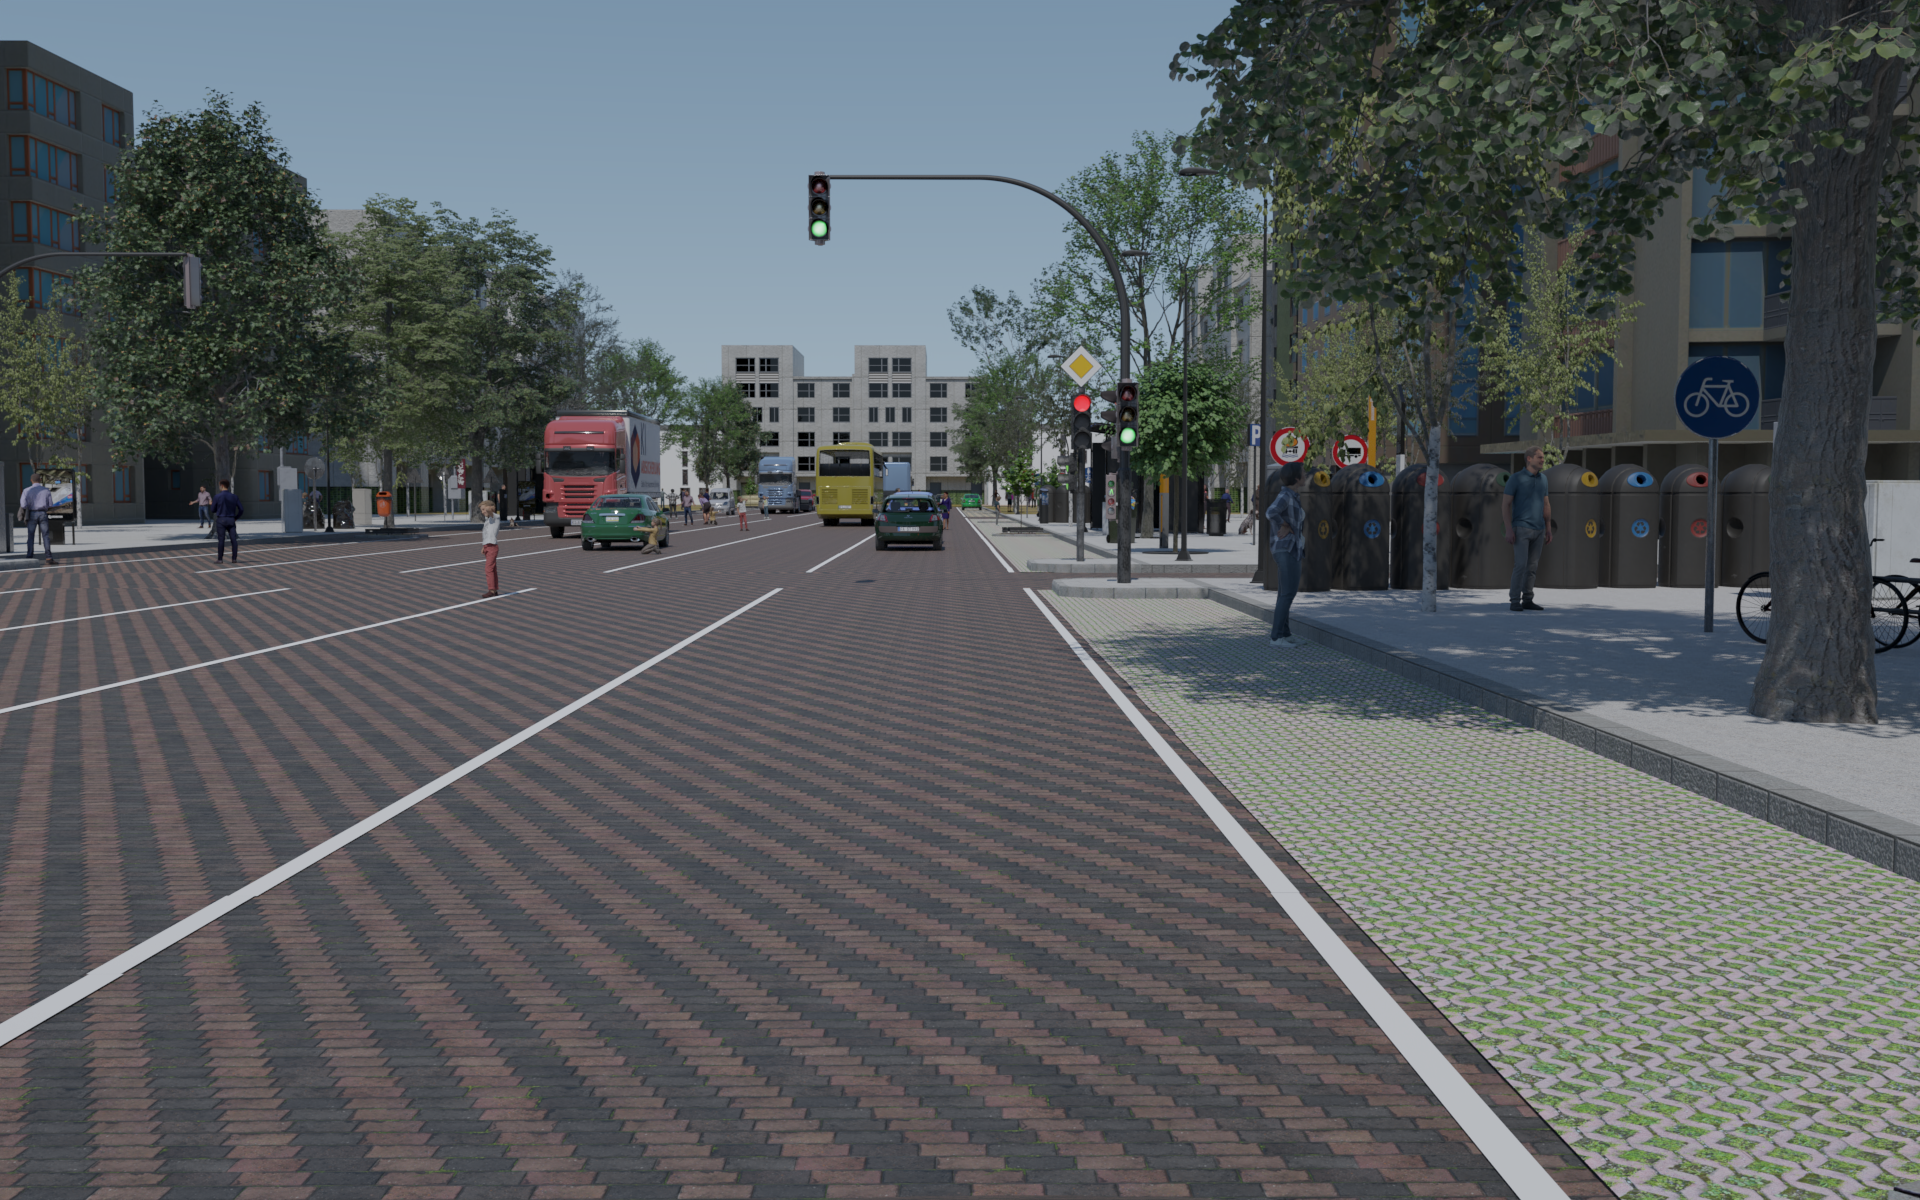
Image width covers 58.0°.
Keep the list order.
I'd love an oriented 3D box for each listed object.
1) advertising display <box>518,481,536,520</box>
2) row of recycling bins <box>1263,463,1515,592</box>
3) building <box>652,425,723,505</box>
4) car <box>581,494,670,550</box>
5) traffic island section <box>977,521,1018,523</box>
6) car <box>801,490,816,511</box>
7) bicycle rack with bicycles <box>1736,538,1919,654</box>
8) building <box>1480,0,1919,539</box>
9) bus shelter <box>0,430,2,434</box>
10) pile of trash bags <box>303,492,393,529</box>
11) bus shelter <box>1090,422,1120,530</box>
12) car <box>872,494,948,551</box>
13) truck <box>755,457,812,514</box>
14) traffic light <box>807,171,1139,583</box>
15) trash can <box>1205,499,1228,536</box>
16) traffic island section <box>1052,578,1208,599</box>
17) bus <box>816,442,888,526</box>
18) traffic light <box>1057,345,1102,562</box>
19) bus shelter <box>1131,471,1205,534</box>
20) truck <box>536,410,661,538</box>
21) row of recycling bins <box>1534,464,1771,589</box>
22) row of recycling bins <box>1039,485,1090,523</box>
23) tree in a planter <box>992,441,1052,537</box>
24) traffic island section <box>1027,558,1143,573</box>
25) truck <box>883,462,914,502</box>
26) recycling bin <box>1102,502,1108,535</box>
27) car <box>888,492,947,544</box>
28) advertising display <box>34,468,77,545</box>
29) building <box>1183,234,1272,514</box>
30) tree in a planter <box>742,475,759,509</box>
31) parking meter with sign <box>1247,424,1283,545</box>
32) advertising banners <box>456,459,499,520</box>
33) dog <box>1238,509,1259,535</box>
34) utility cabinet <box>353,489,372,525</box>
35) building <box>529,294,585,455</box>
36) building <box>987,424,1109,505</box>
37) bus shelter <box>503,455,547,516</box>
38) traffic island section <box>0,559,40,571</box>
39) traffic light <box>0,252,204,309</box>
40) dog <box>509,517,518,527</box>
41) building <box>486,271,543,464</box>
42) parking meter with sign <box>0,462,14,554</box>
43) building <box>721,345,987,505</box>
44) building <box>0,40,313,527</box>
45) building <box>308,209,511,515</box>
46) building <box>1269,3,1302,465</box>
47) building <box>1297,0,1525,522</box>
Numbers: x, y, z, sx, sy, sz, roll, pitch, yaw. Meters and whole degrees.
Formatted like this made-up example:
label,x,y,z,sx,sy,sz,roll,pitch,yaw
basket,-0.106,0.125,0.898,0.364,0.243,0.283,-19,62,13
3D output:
label,x,y,z,sx,sy,sz,roll,pitch,yaw
advertising display,-21.239,-4.869,84.821,0.974,1.923,0.123,-3,5,-43
row of recycling bins,5.776,-0.991,23.323,3.534,1.692,1.069,-1,4,-13
building,-42.326,-16.425,210.699,28.070,9.664,9.099,0,4,0
car,-8.792,-2.071,45.655,2.131,1.459,4.920,0,4,-2
traffic island section,1.856,-3.851,85.825,1.991,0.108,1.994,0,4,0
car,-13.443,-8.524,148.040,2.281,1.827,5.304,0,4,-2
bicycle rack with bicycles,8.281,-0.042,14.065,2.852,0.926,2.925,-1,4,-20
building,32.718,-24.554,56.081,28.867,44.769,22.147,0,4,0
bus shelter,-25.035,-2.866,40.782,2.014,3.302,5.546,0,4,0
pile of trash bags,-22.733,-3.327,64.154,3.447,1.369,1.912,0,4,-2
bus shelter,5.227,-4.176,59.560,1.731,3.624,6.357,0,4,0
car,-1.309,-2.164,45.175,2.009,1.686,4.222,0,4,-1
truck,-13.088,-8.626,130.797,2.967,4.110,18.799,0,4,0
traffic light,0.245,-3.060,24.698,4.771,5.953,1.251,0,4,0
trash can,7.809,-2.514,52.750,0.748,1.137,0.748,0,3,0
traffic island section,2.376,-0.165,24.971,2.009,0.180,2.903,0,4,0
bus,-5.038,-5.493,81.353,2.896,3.916,12.252,0,4,0
traffic light,2.269,-2.686,32.842,0.839,4.253,0.868,0,4,0
bus shelter,7.133,-4.148,59.109,1.731,3.624,6.357,0,4,0
truck,-12.326,-4.348,60.006,2.839,4.237,11.283,0,4,-2
row of recycling bins,9.590,-1.022,23.818,3.534,1.692,1.069,0,4,-5
row of recycling bins,5.100,-4.257,76.718,3.534,1.692,1.069,2,4,30
tree in a planter,2.087,-3.765,58.787,1.991,3.239,1.994,0,4,0
traffic island section,2.309,-0.653,32.956,2.009,0.180,2.903,0,4,0
truck,-5.285,-9.245,140.920,2.967,4.110,18.799,0,4,-1
recycling bin,4.943,-2.550,54.255,0.722,1.027,0.722,3,5,41
car,-1.358,-2.518,50.760,1.945,1.707,3.694,0,3,0
advertising display,-22.738,-2.345,43.555,0.974,1.923,0.123,0,4,0
building,26.729,-15.894,126.330,16.747,18.905,31.486,0,4,0
tree in a planter,-19.647,-10.087,162.146,1.991,3.239,1.994,0,4,0
parking meter with sign,7.938,-2.837,42.649,0.543,3.016,1.738,-3,5,-45
advertising banners,-23.849,-5.461,85.477,2.074,3.025,0.090,-1,4,-14
dog,9.020,-2.469,54.744,0.513,0.831,0.800,-2,4,-26
utility cabinet,-24.918,-3.888,72.242,0.318,1.500,1.173,-3,5,-42
building,-52.398,-18.047,161.523,31.486,18.905,16.747,0,4,0
building,17.227,-16.461,211.281,28.070,9.664,9.099,0,4,0
bus shelter,-25.813,-6.890,103.928,1.731,3.624,6.357,0,4,-1
traffic island section,-18.891,-0.642,32.784,2.009,0.180,2.903,0,4,0
traffic light,-16.760,-3.550,32.702,4.771,5.953,1.251,0,4,0
dog,-19.617,-3.436,76.376,0.748,0.427,0.550,-3,5,-40
building,-43.560,-17.646,144.926,16.016,20.091,11.380,0,4,0
parking meter with sign,-20.788,-2.502,37.163,0.543,3.016,1.738,-1,4,-15
building,-12.578,-21.262,214.092,31.486,18.905,16.747,0,4,0
building,-49.406,-14.409,80.626,27.650,21.520,28.899,0,4,0
building,-44.281,-15.725,123.564,16.747,18.905,31.486,0,4,0
building,25.146,-20.143,101.036,14.160,30.474,14.107,0,4,0
building,25.179,-26.631,85.524,14.600,45.320,14.200,0,4,0
